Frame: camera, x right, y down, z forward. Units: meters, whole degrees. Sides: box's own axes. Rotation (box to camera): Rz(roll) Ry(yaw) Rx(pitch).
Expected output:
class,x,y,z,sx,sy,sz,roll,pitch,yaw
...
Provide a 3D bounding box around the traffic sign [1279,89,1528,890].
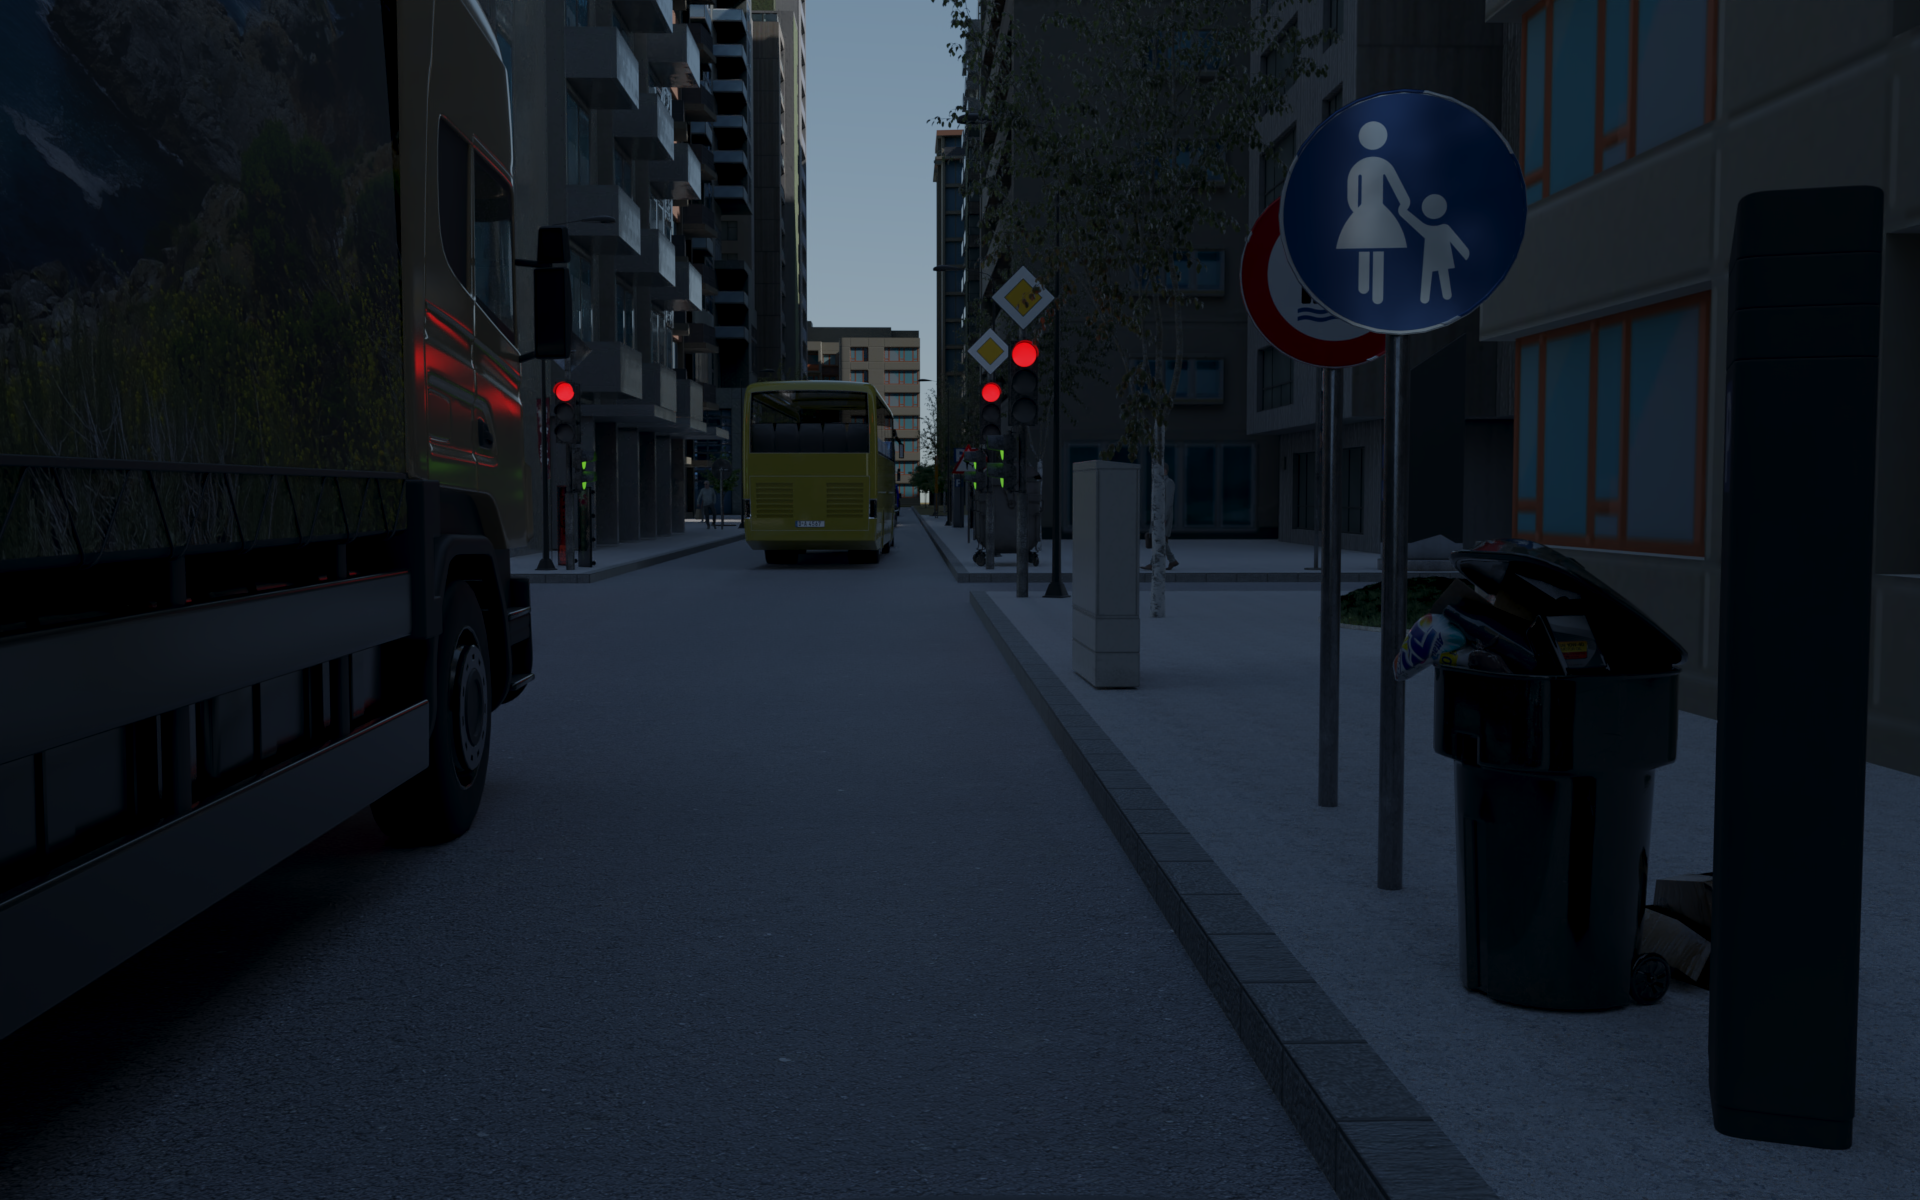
class,x,y,z,sx,sy,sz,roll,pitch,yaw
traffic sign,1.401,-0.334,5.566,0.768,2.556,0.104,0,4,7

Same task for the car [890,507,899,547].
class,x,y,z,sx,sy,sz,roll,pitch,yaw
car,-2.763,-2.252,48.622,2.131,1.459,4.920,0,4,-3

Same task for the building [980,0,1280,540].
class,x,y,z,sx,sy,sz,roll,pitch,yaw
building,11.785,-26.566,58.062,21.300,48.544,21.600,0,4,-2

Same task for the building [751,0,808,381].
class,x,y,z,sx,sy,sz,roll,pitch,yaw
building,-28.836,-38.069,164.426,28.212,58.520,21.231,0,4,-2

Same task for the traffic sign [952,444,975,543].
class,x,y,z,sx,sy,sz,roll,pitch,yaw
traffic sign,0.229,-2.763,45.183,0.884,2.594,0.081,0,4,7

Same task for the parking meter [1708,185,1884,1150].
class,x,y,z,sx,sy,sz,roll,pitch,yaw
parking meter,1.697,0.133,3.542,0.255,1.863,0.399,1,4,21

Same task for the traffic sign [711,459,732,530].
class,x,y,z,sx,sy,sz,roll,pitch,yaw
traffic sign,-8.597,-3.817,62.517,0.768,2.556,0.104,0,4,4

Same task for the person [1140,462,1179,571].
class,x,y,z,sx,sy,sz,roll,pitch,yaw
person,3.351,-1.401,29.049,0.767,1.812,0.694,-1,4,-12

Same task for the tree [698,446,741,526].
class,x,y,z,sx,sy,sz,roll,pitch,yaw
tree,-9.404,-4.570,69.329,1.663,3.219,1.824,0,3,0

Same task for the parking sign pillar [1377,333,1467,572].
class,x,y,z,sx,sy,sz,roll,pitch,yaw
parking sign pillar,7.815,-2.494,29.245,1.447,3.967,1.447,0,4,2

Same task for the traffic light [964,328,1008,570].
class,x,y,z,sx,sy,sz,roll,pitch,yaw
traffic light,0.493,-2.475,29.393,0.839,4.253,0.868,0,4,-2

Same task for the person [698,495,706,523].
class,x,y,z,sx,sy,sz,roll,pitch,yaw
person,-11.461,-4.217,77.594,0.523,1.515,0.503,0,4,-5

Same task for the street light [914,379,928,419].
class,x,y,z,sx,sy,sz,roll,pitch,yaw
street light,-1.003,-5.955,69.907,1.470,5.913,1.316,0,4,-2

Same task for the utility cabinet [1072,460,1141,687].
class,x,y,z,sx,sy,sz,roll,pitch,yaw
utility cabinet,1.003,-0.195,11.867,0.318,1.500,1.173,0,4,-4

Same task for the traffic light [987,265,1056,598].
class,x,y,z,sx,sy,sz,roll,pitch,yaw
traffic light,0.756,-1.987,21.412,0.839,4.253,0.868,0,4,-2

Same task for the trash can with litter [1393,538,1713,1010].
class,x,y,z,sx,sy,sz,roll,pitch,yaw
trash can with litter,1.729,0.417,4.570,1.055,1.170,0.624,-1,4,-20

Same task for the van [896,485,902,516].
class,x,y,z,sx,sy,sz,roll,pitch,yaw
van,-4.961,-6.746,114.674,2.240,2.365,5.245,0,4,-3

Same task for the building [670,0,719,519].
class,x,y,z,sx,sy,sz,roll,pitch,yaw
building,-23.555,-26.192,82.863,22.147,44.769,28.867,0,4,-2

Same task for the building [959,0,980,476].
class,x,y,z,sx,sy,sz,roll,pitch,yaw
building,11.524,-33.158,161.737,23.786,49.044,30.456,0,4,-2

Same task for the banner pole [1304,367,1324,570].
class,x,y,z,sx,sy,sz,roll,pitch,yaw
banner pole,6.052,-2.384,28.996,0.401,3.779,0.863,0,4,-5

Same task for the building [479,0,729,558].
class,x,y,z,sx,sy,sz,roll,pitch,yaw
building,-18.995,-26.034,45.271,23.786,49.044,30.456,0,4,-2

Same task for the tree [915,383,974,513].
class,x,y,z,sx,sy,sz,roll,pitch,yaw
tree,-1.032,-10.060,114.843,4.737,8.622,4.395,0,3,0

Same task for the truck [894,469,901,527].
class,x,y,z,sx,sy,sz,roll,pitch,yaw
truck,-4.273,-5.704,83.016,2.967,4.110,18.799,0,4,-2

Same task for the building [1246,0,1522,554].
class,x,y,z,sx,sy,sz,roll,pitch,yaw
building,14.836,-16.379,39.501,14.107,30.474,14.160,0,4,-2

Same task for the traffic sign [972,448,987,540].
class,x,y,z,sx,sy,sz,roll,pitch,yaw
traffic sign,0.403,-2.934,48.072,0.768,2.556,0.104,0,4,2

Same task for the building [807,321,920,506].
class,x,y,z,sx,sy,sz,roll,pitch,yaw
building,-19.293,-22.022,205.094,28.899,21.520,27.650,0,4,-2

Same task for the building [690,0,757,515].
class,x,y,z,sx,sy,sz,roll,pitch,yaw
building,-24.539,-49.254,117.972,22.319,86.520,31.000,0,4,-2

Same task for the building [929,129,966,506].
class,x,y,z,sx,sy,sz,roll,pitch,yaw
building,9.760,-33.503,202.390,28.867,44.769,22.147,0,4,-2

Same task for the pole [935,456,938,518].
class,x,y,z,sx,sy,sz,roll,pitch,yaw
pole,-1.247,-5.980,91.622,0.158,3.312,0.155,0,3,0

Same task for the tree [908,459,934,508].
class,x,y,z,sx,sy,sz,roll,pitch,yaw
tree,-3.079,-10.671,158.179,4.285,4.588,4.351,0,3,0

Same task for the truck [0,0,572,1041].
class,x,y,z,sx,sy,sz,roll,pitch,yaw
truck,-3.013,-0.906,3.731,2.839,4.237,11.283,0,4,-3

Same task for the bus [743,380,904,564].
class,x,y,z,sx,sy,sz,roll,pitch,yaw
bus,-2.847,-2.871,38.488,2.896,3.916,12.252,0,4,0

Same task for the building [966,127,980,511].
class,x,y,z,sx,sy,sz,roll,pitch,yaw
building,7.391,-22.517,139.847,14.160,30.474,14.107,0,4,-2

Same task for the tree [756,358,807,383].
class,x,y,z,sx,sy,sz,roll,pitch,yaw
tree,-9.563,-8.847,95.006,4.737,8.622,4.395,0,3,0

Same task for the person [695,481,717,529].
class,x,y,z,sx,sy,sz,roll,pitch,yaw
person,-9.274,-3.465,63.185,0.782,1.767,0.515,-1,4,-10

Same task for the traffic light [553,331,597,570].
class,x,y,z,sx,sy,sz,roll,pitch,yaw
traffic light,-6.564,-2.460,29.145,0.839,4.253,0.868,0,4,-2

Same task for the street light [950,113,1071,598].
class,x,y,z,sx,sy,sz,roll,pitch,yaw
street light,0.658,-2.983,21.319,1.470,5.913,1.316,0,4,-2

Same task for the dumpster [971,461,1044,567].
class,x,y,z,sx,sy,sz,roll,pitch,yaw
dumpster,0.860,-1.564,31.334,1.264,1.857,1.865,0,4,-2

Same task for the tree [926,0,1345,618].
class,x,y,z,sx,sy,sz,roll,pitch,yaw
tree,1.821,-4.122,17.755,4.360,8.622,3.978,0,3,0

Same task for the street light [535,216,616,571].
class,x,y,z,sx,sy,sz,roll,pitch,yaw
street light,-6.439,-3.456,29.040,1.470,5.913,1.316,0,4,-2

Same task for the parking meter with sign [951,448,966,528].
class,x,y,z,sx,sy,sz,roll,pitch,yaw
parking meter with sign,-0.057,-4.290,66.396,0.543,3.016,1.738,0,4,-6

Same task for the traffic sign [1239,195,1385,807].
class,x,y,z,sx,sy,sz,roll,pitch,yaw
traffic sign,1.516,-0.425,7.054,0.768,2.556,0.104,0,4,7

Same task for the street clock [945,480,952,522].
class,x,y,z,sx,sy,sz,roll,pitch,yaw
street clock,-0.442,-4.525,78.557,0.471,2.002,0.358,-2,4,-32

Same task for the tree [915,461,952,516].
class,x,y,z,sx,sy,sz,roll,pitch,yaw
tree,-1.290,-6.462,100.251,1.663,3.219,1.824,0,3,0

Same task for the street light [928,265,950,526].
class,x,y,z,sx,sy,sz,roll,pitch,yaw
street light,0.149,-3.840,35.320,1.470,5.913,1.316,0,4,-2

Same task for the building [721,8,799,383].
class,x,y,z,sx,sy,sz,roll,pitch,yaw
building,-20.671,-28.044,142.108,14.154,41.232,14.086,0,4,-2

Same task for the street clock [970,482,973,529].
class,x,y,z,sx,sy,sz,roll,pitch,yaw
street clock,0.463,-3.665,64.496,0.358,2.002,0.471,0,4,-4

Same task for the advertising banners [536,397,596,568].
class,x,y,z,sx,sy,sz,roll,pitch,yaw
advertising banners,-7.044,-2.120,30.855,0.090,3.025,2.074,-3,5,-40

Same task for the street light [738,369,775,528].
class,x,y,z,sx,sy,sz,roll,pitch,yaw
street light,-7.585,-5.628,64.557,1.470,5.913,1.316,0,4,-2
